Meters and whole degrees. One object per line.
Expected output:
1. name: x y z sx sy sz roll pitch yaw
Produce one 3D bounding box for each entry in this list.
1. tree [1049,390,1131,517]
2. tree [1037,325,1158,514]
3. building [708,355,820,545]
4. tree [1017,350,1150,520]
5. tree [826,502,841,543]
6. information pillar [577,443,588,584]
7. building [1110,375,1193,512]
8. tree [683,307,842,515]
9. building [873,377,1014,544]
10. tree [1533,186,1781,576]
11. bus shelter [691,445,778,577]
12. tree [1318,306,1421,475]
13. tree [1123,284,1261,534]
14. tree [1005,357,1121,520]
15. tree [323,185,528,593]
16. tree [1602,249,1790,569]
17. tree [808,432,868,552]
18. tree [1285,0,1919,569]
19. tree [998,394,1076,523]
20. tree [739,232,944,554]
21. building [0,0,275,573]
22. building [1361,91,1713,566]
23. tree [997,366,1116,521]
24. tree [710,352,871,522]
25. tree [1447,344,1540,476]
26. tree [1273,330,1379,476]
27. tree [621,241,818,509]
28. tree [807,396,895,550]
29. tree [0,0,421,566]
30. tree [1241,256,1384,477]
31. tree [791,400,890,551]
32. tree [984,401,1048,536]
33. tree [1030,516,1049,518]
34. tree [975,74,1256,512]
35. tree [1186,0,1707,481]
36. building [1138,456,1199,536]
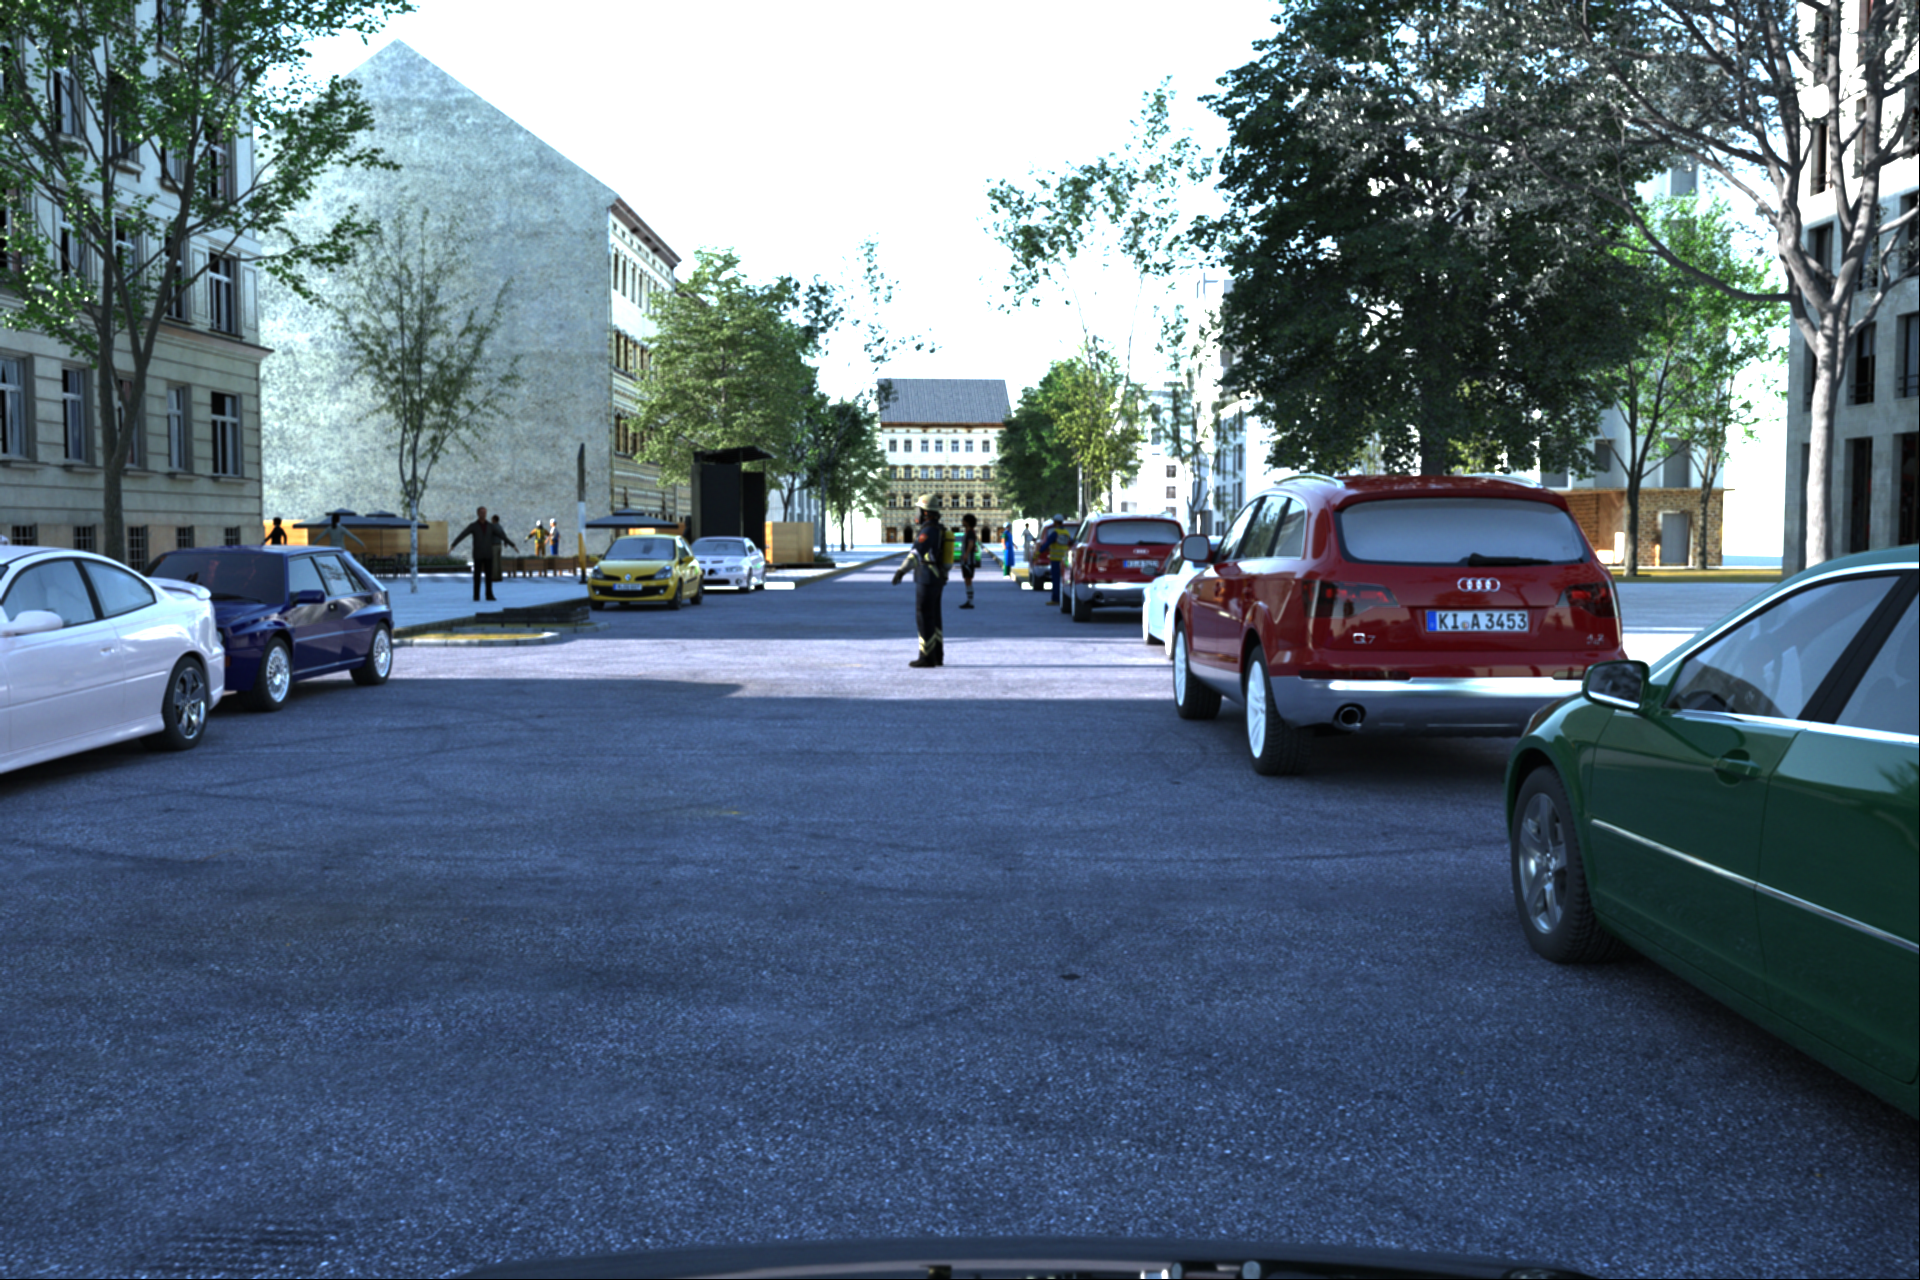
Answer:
1. tree: 6.302 -8.503 89.391 4.360 8.622 3.978 0 3 0
2. tree: 4.935 -6.827 61.977 4.737 8.622 4.395 0 3 0
3. building: -24.474 -19.141 179.421 16.747 18.905 31.486 0 4 1
4. tree: 7.087 -10.596 98.992 9.928 11.665 9.643 0 3 0
5. tree: -16.924 -17.946 243.780 4.360 8.622 3.978 0 3 0
6. information pillar: -9.700 -3.247 44.437 0.183 3.616 0.504 0 3 0
7. building: 23.585 -21.866 213.933 16.016 20.090 11.380 0 3 0
8. tree: -8.927 -9.324 78.202 9.928 11.665 9.643 0 3 0
9. building: -2.625 -24.993 242.022 18.063 23.208 19.493 0 4 -5
10. tree: 20.607 -7.759 52.612 9.928 11.665 9.643 0 3 0
11. bus shelter: -6.303 -3.526 48.928 1.731 3.624 6.357 0 4 0
12. tree: 12.985 -6.388 54.801 4.360 8.622 3.978 0 3 0
13. tree: 6.934 -6.173 51.287 4.360 8.622 3.978 0 3 0
14. tree: 6.740 -11.851 111.894 7.486 12.596 7.792 0 3 0
15. tree: -12.114 -5.327 37.463 4.360 8.622 3.978 0 3 0
16. tree: 27.309 -8.395 63.011 9.928 11.665 9.643 0 3 0
17. tree: -8.735 -10.478 121.685 4.737 8.622 4.395 0 3 0
18. tree: 8.990 -6.569 17.776 12.009 13.543 11.850 0 3 0
19. tree: 6.379 -13.505 138.925 7.486 12.596 7.792 0 3 0
20. tree: -7.793 -15.465 108.738 12.611 20.169 13.585 0 3 0
21. building: -28.381 -12.555 37.302 16.112 23.069 30.059 0 4 1
22. building: 24.104 -13.700 80.423 16.016 20.090 11.380 0 4 0
23. tree: 6.885 -13.498 127.350 9.857 13.997 8.962 0 3 0
24. tree: -9.066 -9.449 88.910 8.767 10.594 7.601 -1 4 -17
25. tree: 19.179 -6.976 64.415 4.737 8.622 4.395 0 3 0
26. tree: 13.361 -6.789 61.367 4.737 8.622 4.395 0 3 0
27. tree: -9.407 -9.182 68.250 7.486 12.596 7.792 0 3 0
28. tree: -9.349 -13.738 142.747 7.486 12.596 7.792 0 3 0
29. tree: -12.025 -6.053 24.717 9.928 11.665 9.643 0 3 0
30. tree: 9.414 -5.798 45.155 4.737 8.622 4.395 0 3 0
31. tree: -8.832 -12.459 129.456 9.928 11.665 9.643 0 3 0
32. tree: 6.832 -14.981 151.597 9.857 13.997 8.962 0 3 0
33. tree: 11.901 -18.861 242.788 7.601 10.594 8.767 0 4 -3
34. tree: 6.540 -13.303 73.396 12.611 20.169 13.585 0 3 0
35. tree: 8.907 -7.686 32.317 9.857 13.997 8.962 0 3 0
36. building: 25.038 -14.927 186.199 9.099 9.664 28.070 0 4 0
